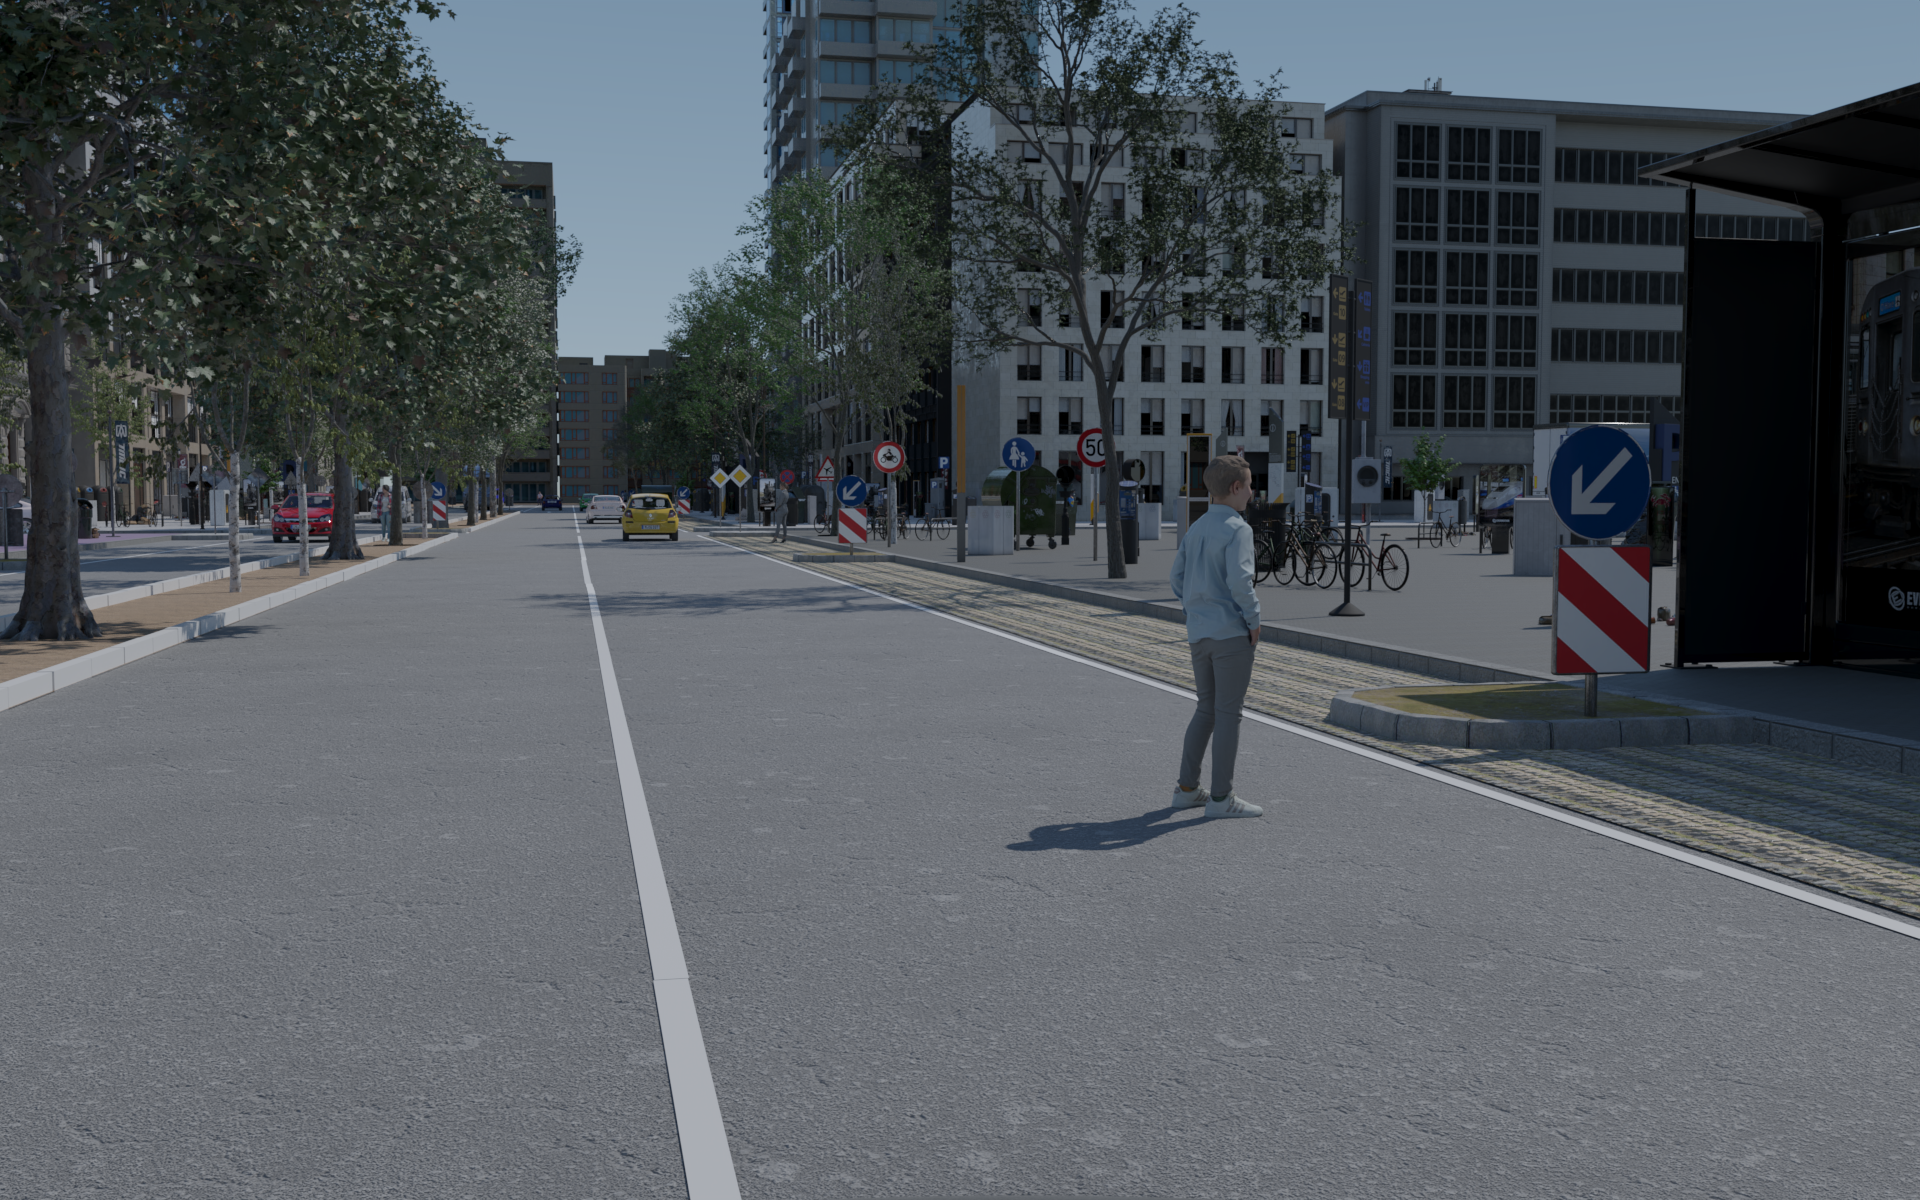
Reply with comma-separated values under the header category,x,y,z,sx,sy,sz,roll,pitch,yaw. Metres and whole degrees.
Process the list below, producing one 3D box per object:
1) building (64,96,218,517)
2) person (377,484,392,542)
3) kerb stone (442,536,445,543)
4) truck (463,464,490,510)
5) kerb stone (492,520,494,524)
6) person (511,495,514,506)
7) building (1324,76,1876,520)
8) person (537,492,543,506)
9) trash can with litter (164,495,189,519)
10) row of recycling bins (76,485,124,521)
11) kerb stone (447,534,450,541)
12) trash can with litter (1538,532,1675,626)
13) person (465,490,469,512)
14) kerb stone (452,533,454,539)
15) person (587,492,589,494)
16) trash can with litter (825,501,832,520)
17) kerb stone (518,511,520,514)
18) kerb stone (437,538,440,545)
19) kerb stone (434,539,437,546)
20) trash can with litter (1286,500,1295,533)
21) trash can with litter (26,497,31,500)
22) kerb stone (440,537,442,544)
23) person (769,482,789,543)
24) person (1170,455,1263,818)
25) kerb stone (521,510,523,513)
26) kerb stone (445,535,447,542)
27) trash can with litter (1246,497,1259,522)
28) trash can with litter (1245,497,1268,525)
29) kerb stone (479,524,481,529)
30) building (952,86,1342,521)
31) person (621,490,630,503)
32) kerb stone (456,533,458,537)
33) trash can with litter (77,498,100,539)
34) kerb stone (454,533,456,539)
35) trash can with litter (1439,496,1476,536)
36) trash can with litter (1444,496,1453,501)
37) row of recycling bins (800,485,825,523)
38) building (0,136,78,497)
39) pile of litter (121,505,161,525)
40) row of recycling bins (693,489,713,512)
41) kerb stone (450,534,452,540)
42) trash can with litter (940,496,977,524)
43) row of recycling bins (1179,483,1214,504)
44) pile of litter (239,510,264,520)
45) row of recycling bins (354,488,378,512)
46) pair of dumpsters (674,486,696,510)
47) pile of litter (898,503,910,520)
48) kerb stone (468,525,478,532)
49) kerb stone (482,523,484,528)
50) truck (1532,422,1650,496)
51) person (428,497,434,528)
category,x,y,z,sx,sy,sz,roll,pitch,yaw
building,-58.298,-18.339,104.360,19.350,26.468,34.151,-1,4,-13
person,-17.219,-2.611,52.030,0.563,1.720,0.643,0,4,-2
kerb stone,-15.052,-1.697,50.023,0.120,0.150,1.000,-1,4,-13
truck,-44.160,-10.363,159.200,2.967,4.110,18.799,-1,4,-14
kerb stone,-22.140,-3.630,81.548,0.120,0.150,1.000,-1,4,-13
person,-54.478,-12.342,210.157,0.709,1.838,0.599,1,4,11
building,32.144,-16.783,93.469,30.058,24.678,14.314,-1,4,-13
person,-51.469,-12.388,211.984,0.756,1.711,0.436,2,4,32
trash can with litter,-40.382,-4.867,90.634,2.233,1.210,1.678,1,4,11
row of recycling bins,-40.641,-4.520,81.014,1.069,1.692,3.534,1,4,15
kerb stone,-15.494,-1.824,52.024,0.120,0.150,1.000,-1,4,-13
trash can with litter,6.585,-0.370,17.103,2.233,1.210,1.678,-2,4,-29
person,-38.683,-7.797,136.160,0.592,1.802,0.473,-2,4,-35
kerb stone,-15.948,-1.942,54.017,0.120,0.150,1.000,-1,4,-13
person,-44.131,-11.979,205.069,1.217,1.735,0.721,2,4,28
trash can with litter,-6.435,-4.371,82.852,1.055,1.170,0.624,2,4,30
kerb stone,-30.901,-6.015,120.541,0.120,0.150,1.000,-1,4,-13
kerb stone,-14.595,-1.578,48.020,0.120,0.150,1.000,-1,4,-13
kerb stone,-14.374,-1.518,47.019,0.120,0.150,1.000,-1,4,-13
trash can with litter,10.999,-2.769,56.662,0.624,1.170,1.055,3,5,40
trash can with litter,-41.285,-4.029,77.259,1.055,1.170,0.624,1,4,20
kerb stone,-14.825,-1.641,49.026,0.120,0.150,1.000,-1,4,-13
person,-5.279,-2.551,50.483,0.573,1.790,0.520,0,4,-5
person,1.172,0.159,7.711,0.330,1.601,0.589,-1,4,-16
kerb stone,-32.479,-6.444,127.561,0.120,0.150,1.000,-1,4,-13
kerb stone,-15.279,-1.761,51.025,0.120,0.150,1.000,-1,4,-13
trash can with litter,14.364,-4.293,81.242,2.233,1.210,1.678,0,4,-4
trash can with litter,13.274,-3.989,76.610,1.055,1.170,0.624,-1,4,-18
kerb stone,-19.429,-2.895,69.531,0.120,0.150,1.000,-1,4,-13
building,8.920,-14.169,86.407,16.860,20.320,10.420,-1,4,-13
person,-31.794,-9.540,164.463,0.705,1.826,1.348,3,4,36
kerb stone,-16.390,-2.069,56.016,0.120,0.150,1.000,-1,4,-13
trash can with litter,-25.159,-2.346,49.737,0.624,1.170,1.055,0,4,-6
kerb stone,-16.173,-2.007,55.017,0.120,0.150,1.000,-1,4,-13
trash can with litter,15.332,-2.603,53.620,1.678,1.210,2.233,2,4,33
trash can with litter,29.637,-5.752,105.440,1.055,1.170,0.624,-1,4,-14
row of recycling bins,-6.790,-4.348,78.211,1.069,1.692,3.534,-1,4,-13
building,-48.210,-15.252,78.248,11.050,23.489,19.941,-1,4,-13
pile of litter,-34.246,-3.568,72.299,1.719,0.858,1.176,2,4,24
row of recycling bins,-19.436,-7.536,130.324,1.069,1.692,3.534,-1,4,-15
kerb stone,-15.720,-1.885,53.021,0.120,0.150,1.000,-1,4,-13
trash can with litter,0.158,-3.929,75.296,2.233,1.210,1.678,2,4,24
row of recycling bins,8.092,-3.089,57.617,1.069,1.692,3.534,0,4,-6
pile of litter,-35.013,-4.354,85.157,1.176,0.858,1.719,-2,4,-30
row of recycling bins,-42.501,-7.095,123.111,3.534,1.692,1.069,1,4,13
pair of dumpsters,-21.744,-8.234,137.114,1.574,2.255,4.437,-1,4,-13
pile of litter,-3.034,-4.463,86.938,1.176,0.858,1.719,1,4,12
kerb stone,-18.984,-2.770,67.536,0.120,0.150,1.000,-1,4,-13
kerb stone,-19.872,-3.017,71.531,0.120,0.150,1.000,-1,4,-13
truck,28.822,-4.970,70.171,11.283,4.237,2.839,-1,4,-14
person,-20.876,-3.607,68.479,0.512,1.701,0.522,2,4,28
